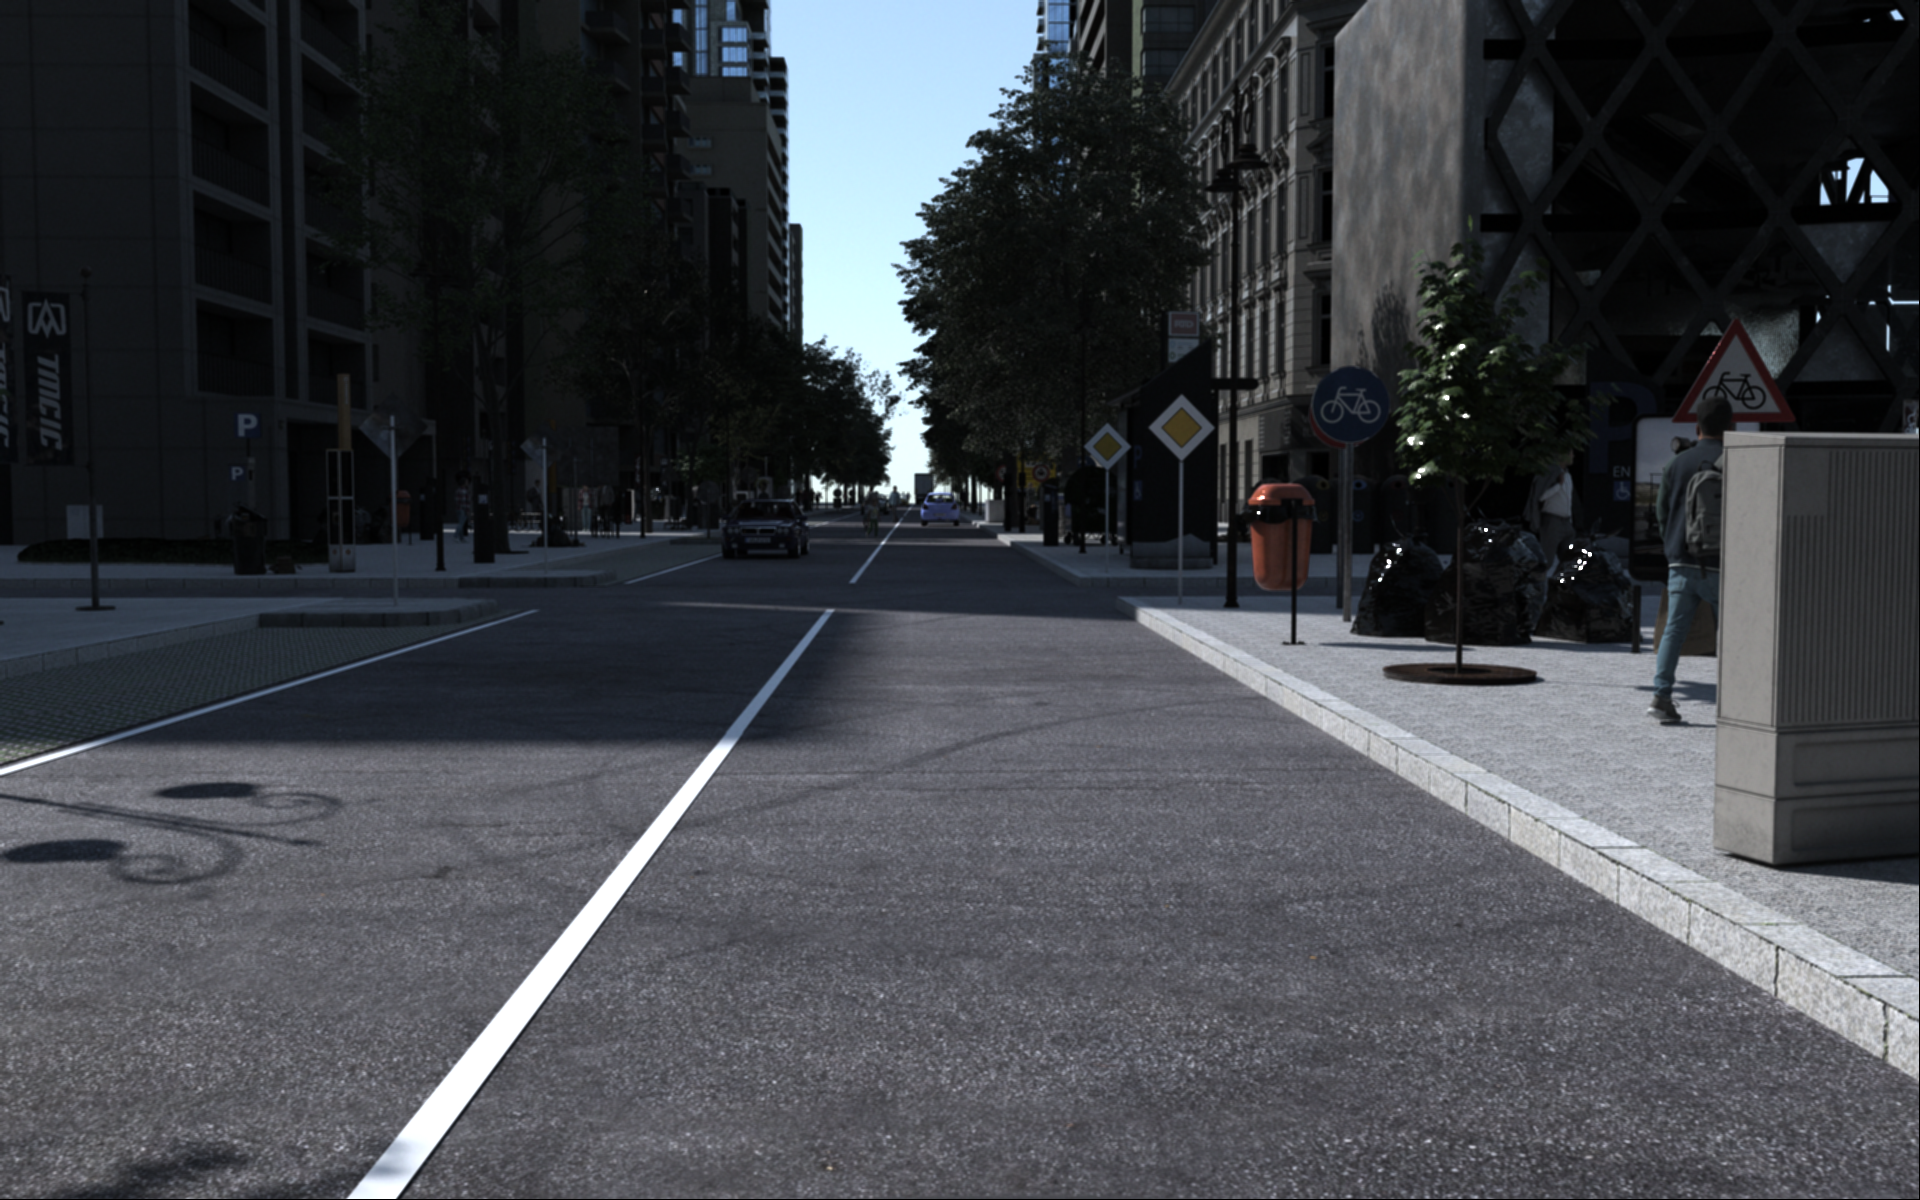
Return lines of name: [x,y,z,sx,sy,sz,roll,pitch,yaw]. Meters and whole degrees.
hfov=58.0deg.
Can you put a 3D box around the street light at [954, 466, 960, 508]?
street light: [-0.034,-11.282,157.252,0.468,5.910,1.993,0,4,-1]

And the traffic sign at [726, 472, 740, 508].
traffic sign: [-12.793,-5.961,97.575,0.768,2.556,0.104,0,4,7]

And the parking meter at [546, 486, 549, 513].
parking meter: [-17.652,-4.209,74.523,0.255,1.863,0.399,3,5,43]

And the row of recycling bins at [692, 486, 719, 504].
row of recycling bins: [-12.597,-4.754,84.840,1.069,1.692,3.534,-1,4,-20]

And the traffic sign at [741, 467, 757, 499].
traffic sign: [-9.790,-4.910,80.383,0.768,2.556,0.104,0,4,0]

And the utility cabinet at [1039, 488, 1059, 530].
utility cabinet: [3.339,-3.150,60.188,1.173,1.500,0.318,2,4,31]

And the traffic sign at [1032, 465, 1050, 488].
traffic sign: [3.437,-4.483,73.398,0.768,2.556,0.104,0,4,7]

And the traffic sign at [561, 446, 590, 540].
traffic sign: [-10.147,-2.788,45.689,0.768,2.556,0.104,0,4,2]

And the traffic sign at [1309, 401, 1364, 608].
traffic sign: [4.270,-1.179,19.382,0.768,2.556,0.104,0,4,1]

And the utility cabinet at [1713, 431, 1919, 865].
utility cabinet: [3.288,0.154,6.154,1.173,1.500,0.318,-1,4,-17]

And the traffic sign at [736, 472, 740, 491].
traffic sign: [-12.939,-6.143,100.546,0.768,2.556,0.104,0,4,5]

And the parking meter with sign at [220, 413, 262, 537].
parking meter with sign: [-15.090,-2.449,36.295,0.543,3.016,1.738,-1,4,-10]

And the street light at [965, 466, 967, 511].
street light: [0.443,-9.902,134.678,0.468,5.910,1.993,0,4,-1]

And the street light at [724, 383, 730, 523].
street light: [-9.707,-6.091,72.378,0.468,5.910,1.993,0,4,-1]

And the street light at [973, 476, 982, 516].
street light: [1.216,-7.947,102.719,0.468,5.910,1.993,0,4,-1]

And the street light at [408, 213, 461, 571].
street light: [-8.690,-3.426,28.798,0.468,5.910,1.993,0,4,-1]

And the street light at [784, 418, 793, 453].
street light: [-10.428,-8.115,105.466,0.468,5.910,1.993,0,4,-1]

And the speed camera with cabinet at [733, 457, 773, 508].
speed camera with cabinet: [-10.914,-5.929,91.277,2.038,3.252,0.660,1,4,19]

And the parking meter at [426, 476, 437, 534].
parking meter: [-16.978,-3.067,55.853,0.399,1.863,0.255,0,4,-8]

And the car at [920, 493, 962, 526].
car: [-0.882,-4.218,78.554,1.945,1.707,3.694,0,4,0]

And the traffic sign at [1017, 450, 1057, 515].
traffic sign: [3.370,-5.309,80.680,2.265,3.308,0.079,0,4,4]

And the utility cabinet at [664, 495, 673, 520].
utility cabinet: [-14.631,-4.633,86.913,0.306,1.237,1.020,0,4,1]

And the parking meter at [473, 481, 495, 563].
parking meter: [-8.869,-1.458,32.247,0.372,1.533,0.369,0,3,0]

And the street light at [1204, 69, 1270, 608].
street light: [3.078,-2.854,19.455,0.468,5.910,1.993,0,4,-1]

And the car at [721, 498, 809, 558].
car: [-4.435,-1.662,39.749,1.945,1.354,3.894,0,4,-1]

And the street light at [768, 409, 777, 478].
street light: [-10.266,-7.439,94.412,0.468,5.910,1.993,0,4,-1]

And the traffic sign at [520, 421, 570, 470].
traffic sign: [-6.688,-1.571,27.875,0.795,2.593,0.064,0,4,-1]

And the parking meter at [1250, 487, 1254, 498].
parking meter: [9.916,-3.046,58.206,0.372,1.533,0.369,0,3,0]

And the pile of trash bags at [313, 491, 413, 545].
pile of trash bags: [-15.094,-2.122,44.446,3.447,1.369,1.912,3,5,41]

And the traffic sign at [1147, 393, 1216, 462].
traffic sign: [2.582,-1.094,20.074,0.795,2.593,0.064,0,4,-1]

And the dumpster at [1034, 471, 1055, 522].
dumpster: [4.021,-4.422,74.787,1.502,2.255,1.985,0,4,-1]

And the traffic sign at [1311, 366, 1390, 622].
traffic sign: [3.895,-1.054,17.345,0.768,2.556,0.104,0,4,7]

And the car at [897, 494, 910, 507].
car: [-6.560,-11.120,192.029,2.015,1.641,3.980,0,4,-1]

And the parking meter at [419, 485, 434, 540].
parking meter: [-14.887,-2.442,48.339,0.372,1.533,0.369,0,3,0]

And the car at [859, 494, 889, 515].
car: [-5.925,-6.684,121.085,2.131,1.459,4.920,0,4,0]

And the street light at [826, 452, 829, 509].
street light: [-11.448,-10.744,148.457,0.468,5.910,1.993,0,4,-1]

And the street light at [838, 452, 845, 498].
street light: [-11.871,-12.095,170.535,0.468,5.910,1.993,0,4,-1]

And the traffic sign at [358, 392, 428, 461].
traffic sign: [-6.510,-1.083,19.892,0.795,2.593,0.064,0,4,-1]

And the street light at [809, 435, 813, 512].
street light: [-10.916,-9.430,126.962,0.468,5.910,1.993,0,4,-1]

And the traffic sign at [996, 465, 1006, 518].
traffic sign: [1.940,-4.569,74.804,0.768,2.556,0.104,0,4,2]

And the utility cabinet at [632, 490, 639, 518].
utility cabinet: [-17.039,-4.996,90.361,0.318,1.500,1.173,-2,4,-27]

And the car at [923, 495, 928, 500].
car: [-2.086,-8.118,142.316,1.945,1.707,3.694,0,4,-3]

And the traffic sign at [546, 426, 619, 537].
traffic sign: [-11.402,-3.563,52.128,2.265,3.308,0.079,0,4,0]

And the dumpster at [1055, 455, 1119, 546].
dumpster: [3.275,-2.504,43.438,1.502,2.255,1.985,0,4,-1]

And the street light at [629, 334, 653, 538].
street light: [-9.245,-4.740,50.293,0.468,5.910,1.993,0,4,-1]

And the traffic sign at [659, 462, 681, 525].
traffic sign: [-11.929,-4.355,71.212,0.884,2.594,0.081,0,4,0]

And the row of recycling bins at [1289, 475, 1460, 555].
row of recycling bins: [8.955,-1.845,37.279,3.534,1.692,1.069,1,4,8]

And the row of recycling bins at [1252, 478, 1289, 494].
row of recycling bins: [9.260,-2.287,44.506,3.534,1.692,1.069,-1,4,-12]

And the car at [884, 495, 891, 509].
car: [-6.304,-8.261,147.647,1.945,1.354,3.894,0,4,-3]

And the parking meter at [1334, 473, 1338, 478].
parking meter: [10.745,-2.641,48.886,0.255,1.863,0.399,3,5,44]

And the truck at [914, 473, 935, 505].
truck: [-4.921,-15.362,240.087,2.839,4.237,11.283,0,3,0]

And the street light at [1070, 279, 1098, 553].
street light: [2.661,-3.952,37.411,0.468,5.910,1.993,0,4,-1]

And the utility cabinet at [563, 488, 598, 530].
utility cabinet: [-13.416,-3.211,61.178,1.173,1.500,0.318,0,4,6]

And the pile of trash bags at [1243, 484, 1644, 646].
pile of trash bags: [4.144,-0.342,15.351,3.447,1.369,1.912,-1,4,-15]

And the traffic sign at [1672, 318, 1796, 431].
traffic sign: [5.741,-0.790,12.914,0.884,2.594,0.081,0,4,5]

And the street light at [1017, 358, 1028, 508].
street light: [2.133,-5.267,58.907,0.468,5.910,1.993,0,4,-1]

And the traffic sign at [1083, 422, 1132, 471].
traffic sign: [2.404,-1.582,28.057,0.795,2.593,0.064,0,4,-1]

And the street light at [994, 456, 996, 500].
street light: [1.664,-6.632,81.222,0.468,5.910,1.993,0,4,-1]

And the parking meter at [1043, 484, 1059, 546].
parking meter: [2.244,-2.096,42.680,0.372,1.533,0.369,0,3,0]
